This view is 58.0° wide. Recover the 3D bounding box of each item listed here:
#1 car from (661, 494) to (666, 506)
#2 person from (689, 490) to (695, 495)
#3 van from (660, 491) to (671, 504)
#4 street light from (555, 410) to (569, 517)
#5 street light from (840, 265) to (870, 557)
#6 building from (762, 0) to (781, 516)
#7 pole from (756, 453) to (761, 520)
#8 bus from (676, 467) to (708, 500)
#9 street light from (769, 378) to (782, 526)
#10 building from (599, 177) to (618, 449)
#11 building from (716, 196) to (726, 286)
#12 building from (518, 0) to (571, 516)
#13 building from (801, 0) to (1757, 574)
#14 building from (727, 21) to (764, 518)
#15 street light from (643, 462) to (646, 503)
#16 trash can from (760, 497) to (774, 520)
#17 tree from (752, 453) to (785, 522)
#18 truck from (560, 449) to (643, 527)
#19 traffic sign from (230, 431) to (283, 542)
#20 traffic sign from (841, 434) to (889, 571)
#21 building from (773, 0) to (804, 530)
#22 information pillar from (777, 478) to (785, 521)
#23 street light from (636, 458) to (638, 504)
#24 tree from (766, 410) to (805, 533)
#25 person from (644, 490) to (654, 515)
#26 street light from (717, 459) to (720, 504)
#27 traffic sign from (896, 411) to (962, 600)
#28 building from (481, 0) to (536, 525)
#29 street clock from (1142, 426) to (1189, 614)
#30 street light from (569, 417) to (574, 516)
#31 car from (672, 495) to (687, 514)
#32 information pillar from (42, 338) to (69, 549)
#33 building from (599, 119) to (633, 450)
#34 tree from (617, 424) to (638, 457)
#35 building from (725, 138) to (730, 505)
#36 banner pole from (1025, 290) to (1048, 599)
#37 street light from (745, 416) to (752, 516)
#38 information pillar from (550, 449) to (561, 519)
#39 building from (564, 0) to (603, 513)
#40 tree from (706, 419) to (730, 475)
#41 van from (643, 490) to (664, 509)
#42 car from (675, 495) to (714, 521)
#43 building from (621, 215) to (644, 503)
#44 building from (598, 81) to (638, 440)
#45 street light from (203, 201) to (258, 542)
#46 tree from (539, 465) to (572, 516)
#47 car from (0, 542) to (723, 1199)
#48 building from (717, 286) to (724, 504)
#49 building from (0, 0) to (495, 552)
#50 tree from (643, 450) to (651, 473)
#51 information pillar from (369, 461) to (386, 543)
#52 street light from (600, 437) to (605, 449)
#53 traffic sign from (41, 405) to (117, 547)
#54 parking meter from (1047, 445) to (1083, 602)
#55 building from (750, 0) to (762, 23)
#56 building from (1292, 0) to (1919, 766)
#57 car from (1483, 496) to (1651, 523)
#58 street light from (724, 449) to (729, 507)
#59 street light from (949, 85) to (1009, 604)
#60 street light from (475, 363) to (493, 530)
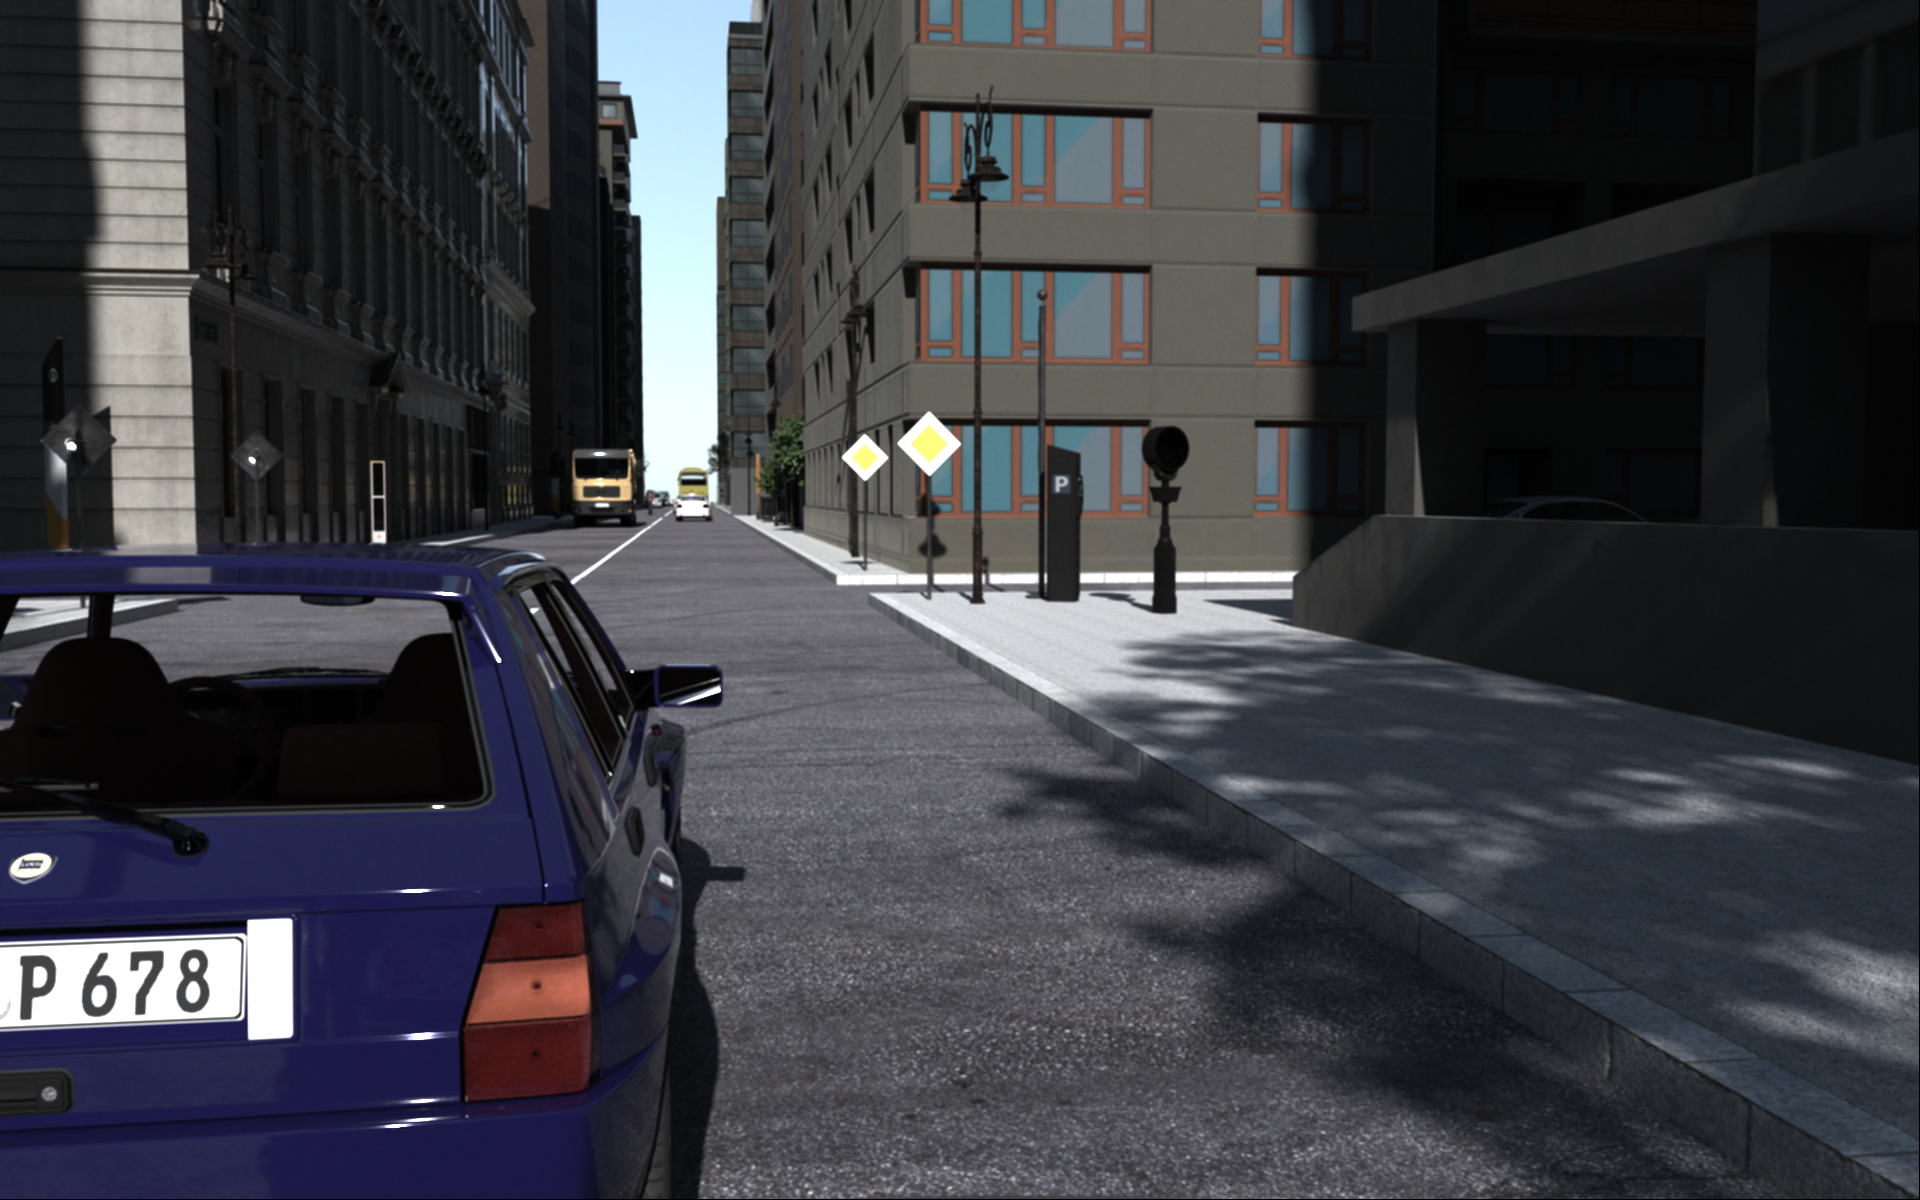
[{"bbox_3d":[-38.064,-12.612,218.206,2.014,1.417,4.499,-1,4,-11],"label":"car"},{"bbox_3d":[-18.867,-6.888,122.065,0.756,1.711,0.436,1,4,19],"label":"person"},{"bbox_3d":[-43.591,-15.169,255.030,2.013,2.044,4.112,-1,4,-9],"label":"van"},{"bbox_3d":[-21.961,-7.480,95.082,0.468,5.910,1.993,-1,4,-9],"label":"street light"},{"bbox_3d":[-2.127,-3.810,35.084,0.468,5.910,1.993,-1,4,-9],"label":"street light"},{"bbox_3d":[0.474,-28.739,93.583,21.300,48.544,21.600,-1,4,-9],"label":"building"},{"bbox_3d":[-10.136,-5.702,87.067,0.158,3.312,0.155,0,3,0],"label":"pole"},{"bbox_3d":[-24.616,-10.274,159.520,2.896,3.916,12.252,-1,4,-10],"label":"bus"},{"bbox_3d":[-7.334,-5.881,68.935,0.468,5.910,1.993,-1,4,-9],"label":"street light"},{"bbox_3d":[-40.051,-24.017,164.374,14.160,30.474,14.107,-1,4,-9],"label":"building"},{"bbox_3d":[-28.579,-36.954,254.313,14.600,45.320,14.200,-1,4,-9],"label":"building"},{"bbox_3d":[-32.045,-27.990,107.744,14.600,45.320,14.200,-1,4,-9],"label":"building"},{"bbox_3d":[11.389,-12.109,43.022,28.899,21.520,27.650,-1,4,-9],"label":"building"},{"bbox_3d":[-7.791,-20.751,110.985,14.160,30.474,14.107,-1,4,-9],"label":"building"},{"bbox_3d":[-46.104,-17.150,253.186,0.468,5.910,1.993,-1,4,-9],"label":"street light"},{"bbox_3d":[-9.554,-4.539,85.861,0.748,1.137,0.748,0,3,0],"label":"trash can"},{"bbox_3d":[-8.762,-5.201,79.632,1.663,3.219,1.824,0,3,0],"label":"tree"},{"bbox_3d":[-15.719,-4.943,76.750,3.469,3.379,9.791,-1,4,-9],"label":"truck"},{"bbox_3d":[-11.118,-1.454,27.414,0.795,2.450,0.064,-1,4,-9],"label":"traffic sign"},{"bbox_3d":[-1.581,-1.541,28.845,0.795,2.450,0.064,-1,4,-9],"label":"traffic sign"},{"bbox_3d":[-0.049,-25.525,67.451,14.600,45.320,14.200,-1,4,-9],"label":"building"},{"bbox_3d":[-8.371,-4.703,81.387,0.304,2.012,0.304,3,5,40],"label":"information pillar"},{"bbox_3d":[-40.817,-15.072,219.207,0.468,5.910,1.993,-1,4,-9],"label":"street light"},{"bbox_3d":[-4.785,-4.536,57.874,4.285,4.588,4.351,0,3,0],"label":"tree"},{"bbox_3d":[-21.480,-6.751,119.597,0.721,1.743,1.217,-3,5,-43],"label":"person"},{"bbox_3d":[-31.530,-15.566,227.290,0.468,5.910,1.993,-1,4,-9],"label":"street light"},{"bbox_3d":[-0.375,-1.059,20.951,0.795,2.450,0.064,-1,4,-9],"label":"traffic sign"},{"bbox_3d":[-26.971,-17.933,79.109,13.634,28.700,20.117,-1,4,-9],"label":"building"},{"bbox_3d":[2.202,-0.858,18.598,0.471,2.002,0.358,-2,4,-31],"label":"street clock"},{"bbox_3d":[-23.228,-7.992,103.462,0.468,5.910,1.993,-1,4,-9],"label":"street light"},{"bbox_3d":[-19.829,-6.915,125.421,2.083,1.381,4.827,-1,4,-10],"label":"car"},{"bbox_3d":[-13.676,-2.131,26.196,0.504,3.616,0.183,2,4,35],"label":"information pillar"},{"bbox_3d":[-48.848,-33.172,196.983,22.147,44.769,28.867,-1,4,-9],"label":"building"},{"bbox_3d":[-35.281,-13.953,178.497,4.737,8.622,4.395,0,3,0],"label":"tree"},{"bbox_3d":[-20.320,-31.751,202.723,14.154,41.232,14.086,-1,4,-9],"label":"building"},{"bbox_3d":[1.001,-1.928,21.539,0.401,3.779,0.863,0,4,-2],"label":"banner pole"},{"bbox_3d":[-12.539,-7.952,102.801,0.468,5.910,1.993,-1,4,-9],"label":"street light"},{"bbox_3d":[-20.814,-5.975,89.040,0.183,3.616,0.504,3,5,39],"label":"information pillar"},{"bbox_3d":[-38.130,-35.836,127.922,21.231,58.520,28.212,-1,4,-9],"label":"building"},{"bbox_3d":[-24.183,-15.472,187.383,7.601,10.594,8.767,2,4,30],"label":"tree"},{"bbox_3d":[-30.671,-10.171,173.299,2.013,2.044,4.112,-1,4,-10],"label":"van"},{"bbox_3d":[-14.166,-4.887,92.262,2.083,1.381,4.827,0,4,-7],"label":"car"},{"bbox_3d":[-52.442,-34.409,246.176,14.154,41.232,14.086,-1,4,-9],"label":"building"},{"bbox_3d":[-56.399,-38.827,224.053,28.713,52.752,27.495,-1,4,-9],"label":"building"},{"bbox_3d":[-11.614,-3.360,27.727,0.468,5.910,1.993,-1,4,-9],"label":"street light"},{"bbox_3d":[-23.142,-6.443,99.937,1.663,3.219,1.824,0,3,0],"label":"tree"},{"bbox_3d":[-1.540,0.515,4.162,1.945,1.354,3.894,-1,4,-9],"label":"car"},{"bbox_3d":[-26.670,-28.688,240.749,14.160,30.474,14.107,-1,4,-9],"label":"building"},{"bbox_3d":[-23.416,-16.561,47.180,17.030,29.872,44.131,-1,4,-9],"label":"building"},{"bbox_3d":[-48.408,-18.901,259.386,4.360,8.622,3.978,0,3,0],"label":"tree"},{"bbox_3d":[-12.993,-2.090,38.670,0.304,2.012,0.304,-2,4,-24],"label":"information pillar"},{"bbox_3d":[-28.201,-10.036,136.874,0.468,5.910,1.993,-1,4,-9],"label":"street light"},{"bbox_3d":[-9.912,-0.971,19.520,0.795,2.450,0.064,-1,4,-9],"label":"traffic sign"},{"bbox_3d":[1.252,-0.914,20.663,0.399,1.863,0.255,1,4,17],"label":"parking meter"},{"bbox_3d":[-9.762,-33.331,164.577,23.786,49.044,30.456,-1,4,-9],"label":"building"},{"bbox_3d":[20.187,-19.525,11.120,32.217,40.220,23.993,-1,4,-9],"label":"building"},{"bbox_3d":[8.957,-0.795,24.994,4.499,1.417,2.014,-1,4,-9],"label":"car"},{"bbox_3d":[-23.979,-12.551,178.003,0.468,5.910,1.993,-1,4,-9],"label":"street light"},{"bbox_3d":[0.207,-2.897,20.147,0.468,5.910,1.993,-1,4,-9],"label":"street light"},{"bbox_3d":[-16.746,-5.402,61.115,0.468,5.910,1.993,-1,4,-9],"label":"street light"}]
